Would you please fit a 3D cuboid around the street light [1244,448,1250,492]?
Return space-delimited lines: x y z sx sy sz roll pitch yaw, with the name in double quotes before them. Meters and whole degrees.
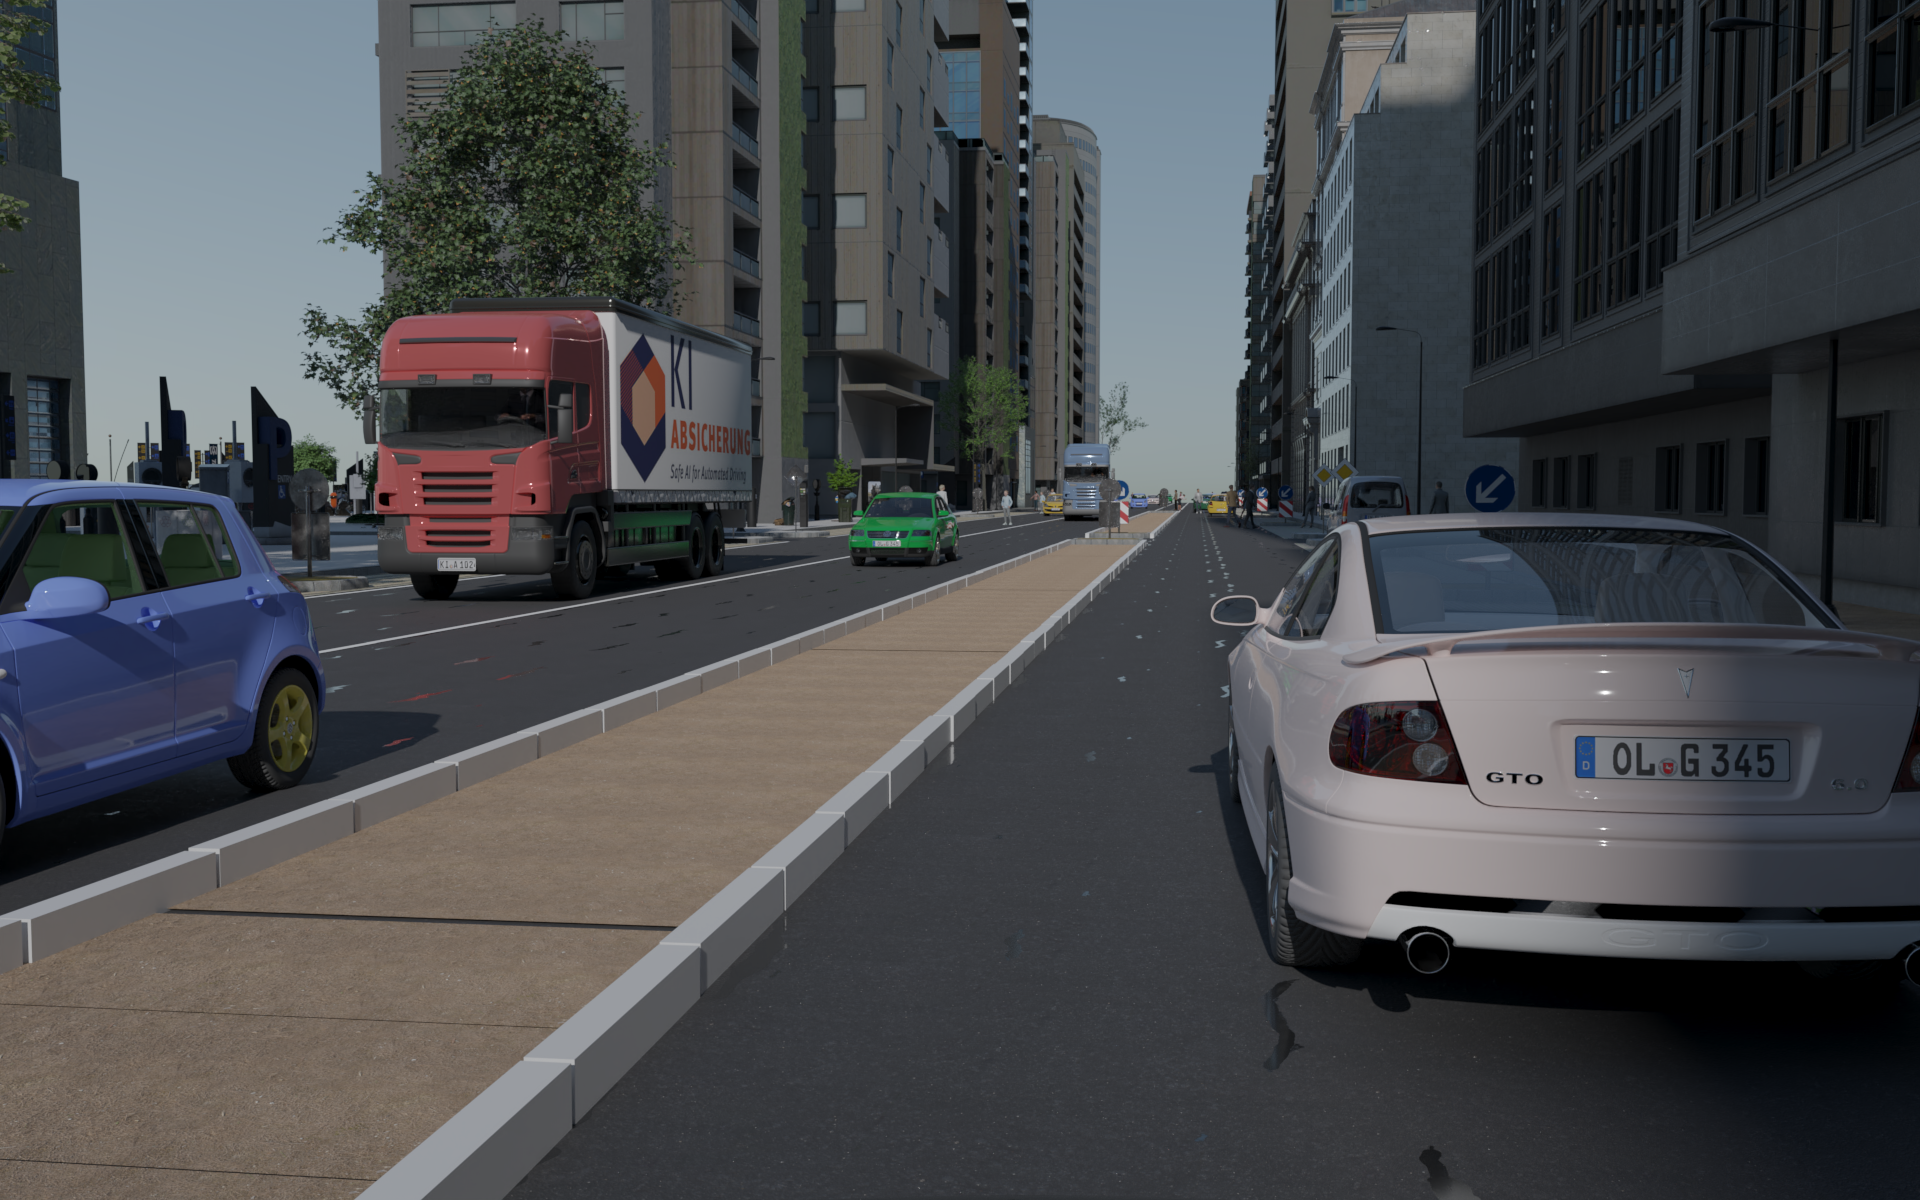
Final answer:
"street light" 29.674 -12.415 175.531 1.470 5.913 1.316 0 4 8

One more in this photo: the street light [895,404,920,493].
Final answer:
"street light" -2.771 -7.154 89.515 1.470 5.913 1.316 0 4 8

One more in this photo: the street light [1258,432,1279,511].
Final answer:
"street light" 23.320 -9.617 129.785 1.470 5.913 1.316 0 4 8

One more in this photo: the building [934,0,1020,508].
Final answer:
"building" -2.269 -30.905 155.409 14.600 45.320 14.200 0 4 8

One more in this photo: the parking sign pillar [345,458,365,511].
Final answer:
"parking sign pillar" -45.500 -8.663 130.119 1.447 3.967 1.447 -3 5 -43

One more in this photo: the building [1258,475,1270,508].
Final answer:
"building" 44.481 -28.701 161.149 32.217 40.220 23.993 0 4 8

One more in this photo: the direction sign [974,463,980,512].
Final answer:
"direction sign" 1.211 -8.139 125.069 0.379 3.537 0.876 -2 4 -33

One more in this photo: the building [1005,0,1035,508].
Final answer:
"building" -2.841 -52.900 177.587 22.319 86.520 31.000 0 4 8

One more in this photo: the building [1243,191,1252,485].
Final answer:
"building" 51.332 -36.029 243.700 22.147 44.769 28.867 0 4 8

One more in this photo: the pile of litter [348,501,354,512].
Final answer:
"pile of litter" -44.728 -6.888 126.584 1.719 0.858 1.176 1 4 16

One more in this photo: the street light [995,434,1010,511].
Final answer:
"street light" 3.381 -9.915 134.655 1.470 5.913 1.316 0 4 8

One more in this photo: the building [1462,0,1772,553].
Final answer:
"building" 19.030 -14.704 33.919 14.314 27.812 24.014 0 4 8

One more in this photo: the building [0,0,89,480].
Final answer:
"building" -56.015 -46.657 75.512 31.000 86.520 22.319 0 4 8

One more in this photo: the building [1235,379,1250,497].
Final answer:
"building" 57.655 -26.153 272.644 27.650 21.520 28.899 0 4 8

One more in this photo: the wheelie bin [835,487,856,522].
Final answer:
"wheelie bin" -5.177 -4.314 78.450 0.980 1.594 0.693 0 4 1

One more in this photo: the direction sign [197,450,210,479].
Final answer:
"direction sign" -38.986 -5.948 89.252 0.379 3.537 0.876 3 5 40

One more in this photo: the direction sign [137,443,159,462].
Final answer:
"direction sign" -35.741 -5.159 76.345 0.876 3.537 0.379 -3 4 -37

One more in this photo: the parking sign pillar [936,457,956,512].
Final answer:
"parking sign pillar" -1.027 -8.355 125.084 1.447 3.967 1.447 -1 4 -17

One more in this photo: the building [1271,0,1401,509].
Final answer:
"building" 36.397 -31.519 139.033 21.300 48.544 21.600 0 4 8

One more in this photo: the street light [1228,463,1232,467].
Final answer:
"street light" 40.873 -17.394 256.932 1.470 5.913 1.316 0 4 8

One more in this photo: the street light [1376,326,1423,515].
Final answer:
"street light" 12.188 -4.614 47.984 1.470 5.913 1.316 0 4 8

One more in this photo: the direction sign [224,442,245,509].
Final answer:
"direction sign" -31.656 -5.118 75.672 0.379 3.537 0.876 3 5 42

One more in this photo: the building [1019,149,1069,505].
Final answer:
"building" 5.041 -31.621 200.603 14.154 41.232 14.086 0 4 8

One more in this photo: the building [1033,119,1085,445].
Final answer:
"building" 5.032 -37.004 228.709 21.300 48.544 21.600 0 4 8

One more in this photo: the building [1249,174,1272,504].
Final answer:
"building" 44.452 -32.994 223.042 14.154 41.232 14.086 0 4 8

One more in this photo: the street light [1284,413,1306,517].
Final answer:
"street light" 19.177 -7.732 98.953 1.470 5.913 1.316 0 4 8

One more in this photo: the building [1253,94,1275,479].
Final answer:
"building" 44.408 -34.795 188.506 23.786 49.044 30.456 0 4 8

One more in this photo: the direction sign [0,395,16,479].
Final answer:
"direction sign" -21.854 -2.907 39.520 0.379 3.537 0.876 1 4 11

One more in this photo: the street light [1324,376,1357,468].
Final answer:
"street light" 14.995 -5.846 68.126 1.470 5.913 1.316 0 4 8

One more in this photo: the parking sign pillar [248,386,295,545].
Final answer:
"parking sign pillar" -17.432 -3.395 43.984 1.447 3.967 1.447 0 4 7

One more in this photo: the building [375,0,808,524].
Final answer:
"building" -14.884 -23.816 72.979 14.154 41.232 14.086 0 4 8

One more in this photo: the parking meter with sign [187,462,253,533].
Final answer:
"parking meter with sign" -19.049 -2.937 44.273 1.738 3.016 0.543 -1 4 -14

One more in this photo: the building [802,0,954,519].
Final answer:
"building" -15.438 -31.344 101.707 28.713 52.752 27.495 0 4 8

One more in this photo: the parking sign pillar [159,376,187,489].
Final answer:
"parking sign pillar" -18.305 -3.173 40.343 1.447 3.967 1.447 -1 4 -19

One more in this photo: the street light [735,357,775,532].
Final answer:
"street light" -6.932 -5.269 58.685 1.470 5.913 1.316 0 4 8

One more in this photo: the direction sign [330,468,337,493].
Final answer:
"direction sign" -39.879 -7.234 110.265 0.379 3.537 0.876 0 4 7

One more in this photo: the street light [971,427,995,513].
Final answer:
"street light" 1.478 -9.039 120.333 1.470 5.913 1.316 0 4 8

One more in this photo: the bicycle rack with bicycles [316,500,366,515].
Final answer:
"bicycle rack with bicycles" -37.915 -5.700 106.575 2.925 0.926 2.852 0 4 5

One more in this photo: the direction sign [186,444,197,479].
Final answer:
"direction sign" -34.893 -5.243 77.713 0.876 3.537 0.379 1 4 14

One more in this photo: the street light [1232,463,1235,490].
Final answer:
"street light" 36.613 -15.509 226.115 1.470 5.913 1.316 0 4 8

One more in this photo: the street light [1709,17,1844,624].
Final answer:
"street light" 8.004 -2.718 16.985 1.470 5.913 1.316 0 4 8

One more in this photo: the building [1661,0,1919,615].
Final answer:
"building" 14.047 -11.471 6.620 14.314 24.678 30.058 0 4 8

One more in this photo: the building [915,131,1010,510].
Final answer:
"building" -3.662 -22.600 141.218 14.160 30.474 14.107 0 4 8

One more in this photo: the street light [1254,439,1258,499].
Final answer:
"street light" 25.403 -10.531 144.716 1.470 5.913 1.316 0 4 8

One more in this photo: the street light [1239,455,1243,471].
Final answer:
"street light" 33.865 -14.301 206.357 1.470 5.913 1.316 0 4 8

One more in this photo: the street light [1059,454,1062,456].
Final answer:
"street light" 11.780 -13.703 196.585 1.470 5.913 1.316 0 4 8

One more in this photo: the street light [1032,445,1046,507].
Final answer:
"street light" 7.524 -11.801 165.487 1.470 5.913 1.316 0 4 8

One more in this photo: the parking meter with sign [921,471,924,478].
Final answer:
"parking meter with sign" -3.315 -8.178 129.975 0.543 3.016 1.738 1 4 22

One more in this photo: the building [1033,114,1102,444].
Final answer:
"building" 10.489 -44.479 269.224 21.231 58.520 28.212 0 4 8
